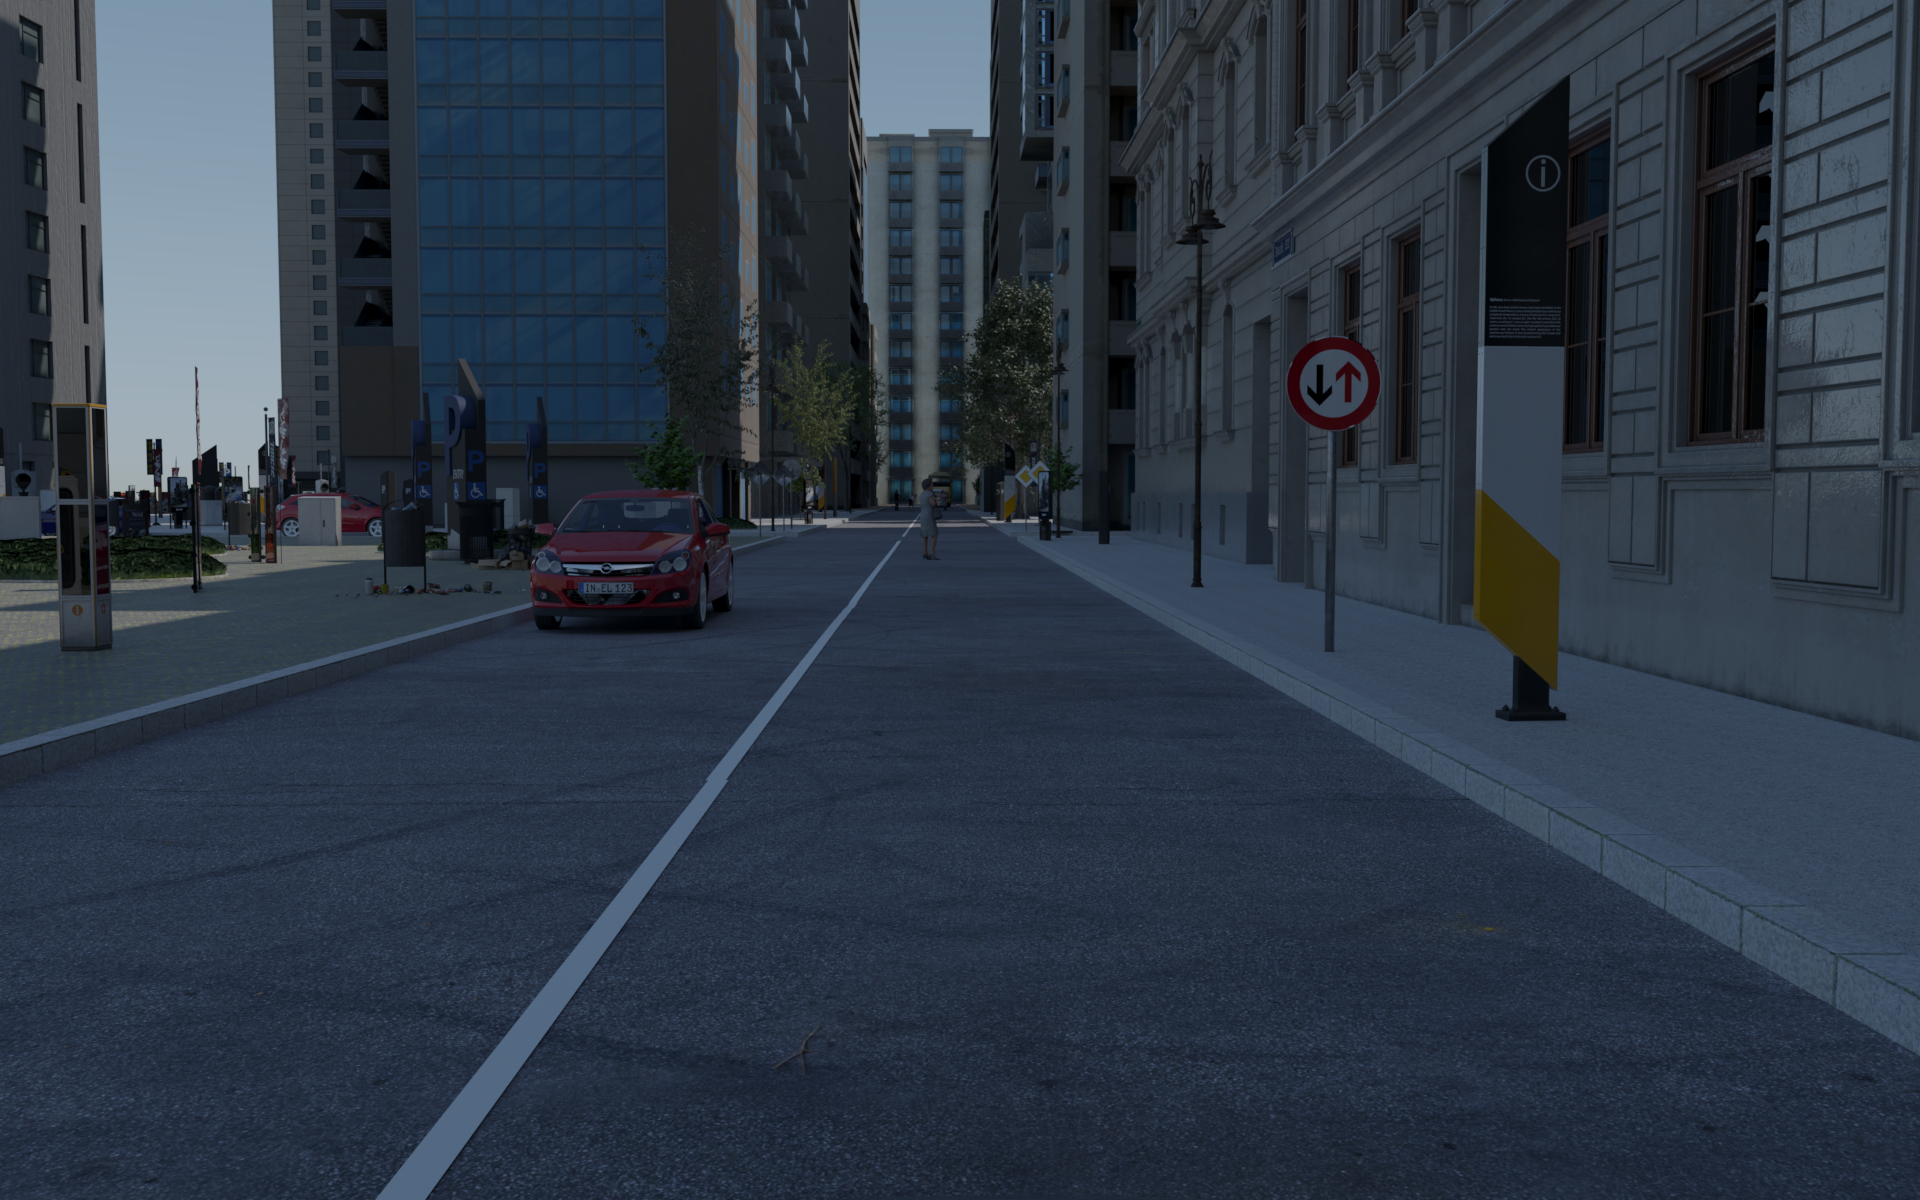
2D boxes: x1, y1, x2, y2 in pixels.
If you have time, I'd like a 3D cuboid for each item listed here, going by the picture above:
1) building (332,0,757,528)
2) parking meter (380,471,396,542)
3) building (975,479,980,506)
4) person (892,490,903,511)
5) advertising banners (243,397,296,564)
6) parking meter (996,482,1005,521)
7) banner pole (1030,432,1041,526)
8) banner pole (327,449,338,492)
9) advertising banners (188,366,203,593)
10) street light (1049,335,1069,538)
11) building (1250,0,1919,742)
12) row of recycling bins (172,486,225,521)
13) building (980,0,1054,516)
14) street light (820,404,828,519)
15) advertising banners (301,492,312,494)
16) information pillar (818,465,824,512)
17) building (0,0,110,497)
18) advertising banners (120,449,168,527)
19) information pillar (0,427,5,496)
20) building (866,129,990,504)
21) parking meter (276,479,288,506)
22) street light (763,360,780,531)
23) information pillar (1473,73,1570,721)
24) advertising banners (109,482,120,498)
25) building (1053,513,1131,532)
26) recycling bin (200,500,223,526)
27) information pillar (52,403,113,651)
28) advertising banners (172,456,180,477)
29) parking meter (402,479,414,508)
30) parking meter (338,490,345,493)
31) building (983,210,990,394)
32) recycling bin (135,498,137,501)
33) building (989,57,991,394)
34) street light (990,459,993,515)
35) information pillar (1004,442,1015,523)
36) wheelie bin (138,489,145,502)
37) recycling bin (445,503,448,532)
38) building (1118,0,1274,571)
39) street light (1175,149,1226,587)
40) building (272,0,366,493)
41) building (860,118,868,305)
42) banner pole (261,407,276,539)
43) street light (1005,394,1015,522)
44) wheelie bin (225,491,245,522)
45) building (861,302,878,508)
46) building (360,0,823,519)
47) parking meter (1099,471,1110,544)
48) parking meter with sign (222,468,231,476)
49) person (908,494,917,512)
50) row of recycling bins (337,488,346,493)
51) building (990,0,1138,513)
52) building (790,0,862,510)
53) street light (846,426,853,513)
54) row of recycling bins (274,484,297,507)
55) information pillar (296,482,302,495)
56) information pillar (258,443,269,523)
[{"bbox_3d":[-15.891,-25.684,70.040,14.600,45.320,14.200,0,4,-1],"label":"building"},{"bbox_3d":[-14.341,-2.309,43.459,0.255,1.863,0.399,-3,5,-44],"label":"parking meter"},{"bbox_3d":[17.958,-30.906,197.189,32.217,40.220,23.993,0,4,-1],"label":"building"},{"bbox_3d":[-5.406,-8.585,148.879,0.705,1.822,1.348,3,5,41],"label":"person"},{"bbox_3d":[-12.829,-2.199,32.147,0.090,3.025,2.074,-3,5,-42],"label":"advertising banners"},{"bbox_3d":[1.921,-4.699,82.540,0.255,1.863,0.399,3,5,41],"label":"parking meter"},{"bbox_3d":[3.094,-4.924,70.531,0.401,3.779,0.863,-2,4,-34],"label":"banner pole"},{"bbox_3d":[-34.690,-6.463,95.686,0.863,3.779,0.401,2,4,29],"label":"banner pole"},{"bbox_3d":[-10.255,-1.656,23.256,0.090,3.025,2.074,-1,4,-20],"label":"advertising banners"},{"bbox_3d":[2.874,-4.750,50.458,0.468,5.910,1.993,0,4,-1],"label":"street light"},{"bbox_3d":[9.806,-10.980,15.682,11.583,22.565,21.152,0,4,-1],"label":"building"},{"bbox_3d":[-36.928,-4.728,84.420,3.534,1.692,1.069,1,4,20],"label":"row of recycling bins"},{"bbox_3d":[12.898,-49.038,114.443,22.319,86.520,31.000,0,4,-1],"label":"building"},{"bbox_3d":[-6.863,-7.047,88.004,0.468,5.910,1.993,0,4,-1],"label":"street light"},{"bbox_3d":[-40.318,-6.706,105.823,2.074,3.025,0.090,2,4,25],"label":"advertising banners"},{"bbox_3d":[-9.669,-7.925,120.931,0.504,3.616,0.183,-1,4,-15],"label":"information pillar"},{"bbox_3d":[-43.721,-18.093,67.527,14.107,30.474,14.160,0,4,-1],"label":"building"},{"bbox_3d":[-31.307,-4.298,66.454,0.090,3.025,2.074,1,4,18],"label":"advertising banners"},{"bbox_3d":[-28.616,-3.670,51.362,0.183,3.616,0.504,3,5,44],"label":"information pillar"},{"bbox_3d":[-1.307,-37.328,229.921,30.456,49.044,23.786,0,4,-1],"label":"building"},{"bbox_3d":[-26.244,-3.753,67.071,0.399,1.863,0.255,0,4,1],"label":"parking meter"},{"bbox_3d":[-6.481,-5.324,59.842,0.468,5.910,1.993,0,4,-1],"label":"street light"},{"bbox_3d":[3.171,-1.126,9.757,0.504,3.616,0.183,0,4,-6],"label":"information pillar"},{"bbox_3d":[-48.614,-6.346,99.947,0.090,3.025,2.074,2,4,28],"label":"advertising banners"},{"bbox_3d":[14.518,-27.200,68.424,21.600,48.544,21.300,0,4,-1],"label":"building"},{"bbox_3d":[-30.239,-3.504,69.847,0.722,1.027,0.722,-3,5,-44],"label":"recycling bin"},{"bbox_3d":[-7.194,-0.594,14.210,0.304,2.012,0.304,0,4,-2],"label":"information pillar"},{"bbox_3d":[-35.247,-5.007,78.055,0.090,3.025,2.074,-2,4,-27],"label":"advertising banners"},{"bbox_3d":[-20.286,-3.547,63.708,0.399,1.863,0.255,-1,4,-10],"label":"parking meter"},{"bbox_3d":[-35.299,-5.535,98.905,0.372,1.533,0.369,0,3,0],"label":"parking meter"},{"bbox_3d":[9.286,-24.871,178.347,14.160,30.474,14.107,0,4,-1],"label":"building"},{"bbox_3d":[-54.067,-6.123,112.658,0.722,1.027,0.722,2,4,26],"label":"recycling bin"},{"bbox_3d":[9.745,-29.333,163.196,14.154,41.232,14.086,0,4,-1],"label":"building"},{"bbox_3d":[1.975,-8.211,107.031,0.468,5.910,1.993,0,4,-1],"label":"street light"},{"bbox_3d":[2.234,-5.291,77.865,0.504,3.616,0.183,0,4,-7],"label":"information pillar"},{"bbox_3d":[-49.781,-5.980,105.679,0.693,1.594,0.980,-2,4,-26],"label":"wheelie bin"},{"bbox_3d":[-14.147,-2.221,48.861,0.722,1.027,0.722,-1,4,-16],"label":"recycling bin"},{"bbox_3d":[11.323,-15.346,38.301,14.401,28.519,23.554,0,4,-1],"label":"building"},{"bbox_3d":[3.271,-3.115,23.718,0.468,5.910,1.993,0,4,-1],"label":"street light"},{"bbox_3d":[-63.682,-46.418,197.183,20.611,71.187,20.563,0,4,-1],"label":"building"},{"bbox_3d":[-18.119,-33.765,202.160,14.200,45.320,14.600,0,4,-1],"label":"building"},{"bbox_3d":[-19.801,-3.653,49.738,0.401,3.779,0.863,-3,5,-44],"label":"banner pole"},{"bbox_3d":[2.337,-6.575,80.291,0.468,5.910,1.993,0,4,-1],"label":"street light"},{"bbox_3d":[-33.784,-4.431,80.350,0.693,1.594,0.980,0,4,-2],"label":"wheelie bin"},{"bbox_3d":[-22.434,-19.916,170.658,27.650,21.520,28.899,0,4,-1],"label":"building"},{"bbox_3d":[-20.489,-29.390,100.136,23.786,49.044,30.456,0,4,-1],"label":"building"},{"bbox_3d":[3.696,-2.362,44.336,0.255,1.863,0.399,1,4,11],"label":"parking meter"},{"bbox_3d":[-49.161,-7.350,116.434,0.543,3.016,1.738,-2,4,-29],"label":"parking meter with sign"},{"bbox_3d":[-3.731,-7.704,137.642,0.799,1.438,0.628,0,4,8],"label":"person"},{"bbox_3d":[-39.374,-6.361,111.122,1.069,1.692,3.534,-1,4,-11],"label":"row of recycling bins"},{"bbox_3d":[13.521,-31.897,145.215,21.300,48.544,21.600,0,4,-1],"label":"building"},{"bbox_3d":[-19.384,-31.851,144.470,21.300,48.544,21.600,0,4,-1],"label":"building"},{"bbox_3d":[-7.302,-8.725,115.446,0.468,5.910,1.993,0,4,-1],"label":"street light"},{"bbox_3d":[-28.038,-3.957,71.815,1.069,1.692,3.534,-1,4,-17],"label":"row of recycling bins"},{"bbox_3d":[-39.521,-6.050,103.403,0.304,2.012,0.304,1,4,8],"label":"information pillar"},{"bbox_3d":[-30.598,-5.187,76.157,0.504,3.616,0.183,1,4,13],"label":"information pillar"}]
